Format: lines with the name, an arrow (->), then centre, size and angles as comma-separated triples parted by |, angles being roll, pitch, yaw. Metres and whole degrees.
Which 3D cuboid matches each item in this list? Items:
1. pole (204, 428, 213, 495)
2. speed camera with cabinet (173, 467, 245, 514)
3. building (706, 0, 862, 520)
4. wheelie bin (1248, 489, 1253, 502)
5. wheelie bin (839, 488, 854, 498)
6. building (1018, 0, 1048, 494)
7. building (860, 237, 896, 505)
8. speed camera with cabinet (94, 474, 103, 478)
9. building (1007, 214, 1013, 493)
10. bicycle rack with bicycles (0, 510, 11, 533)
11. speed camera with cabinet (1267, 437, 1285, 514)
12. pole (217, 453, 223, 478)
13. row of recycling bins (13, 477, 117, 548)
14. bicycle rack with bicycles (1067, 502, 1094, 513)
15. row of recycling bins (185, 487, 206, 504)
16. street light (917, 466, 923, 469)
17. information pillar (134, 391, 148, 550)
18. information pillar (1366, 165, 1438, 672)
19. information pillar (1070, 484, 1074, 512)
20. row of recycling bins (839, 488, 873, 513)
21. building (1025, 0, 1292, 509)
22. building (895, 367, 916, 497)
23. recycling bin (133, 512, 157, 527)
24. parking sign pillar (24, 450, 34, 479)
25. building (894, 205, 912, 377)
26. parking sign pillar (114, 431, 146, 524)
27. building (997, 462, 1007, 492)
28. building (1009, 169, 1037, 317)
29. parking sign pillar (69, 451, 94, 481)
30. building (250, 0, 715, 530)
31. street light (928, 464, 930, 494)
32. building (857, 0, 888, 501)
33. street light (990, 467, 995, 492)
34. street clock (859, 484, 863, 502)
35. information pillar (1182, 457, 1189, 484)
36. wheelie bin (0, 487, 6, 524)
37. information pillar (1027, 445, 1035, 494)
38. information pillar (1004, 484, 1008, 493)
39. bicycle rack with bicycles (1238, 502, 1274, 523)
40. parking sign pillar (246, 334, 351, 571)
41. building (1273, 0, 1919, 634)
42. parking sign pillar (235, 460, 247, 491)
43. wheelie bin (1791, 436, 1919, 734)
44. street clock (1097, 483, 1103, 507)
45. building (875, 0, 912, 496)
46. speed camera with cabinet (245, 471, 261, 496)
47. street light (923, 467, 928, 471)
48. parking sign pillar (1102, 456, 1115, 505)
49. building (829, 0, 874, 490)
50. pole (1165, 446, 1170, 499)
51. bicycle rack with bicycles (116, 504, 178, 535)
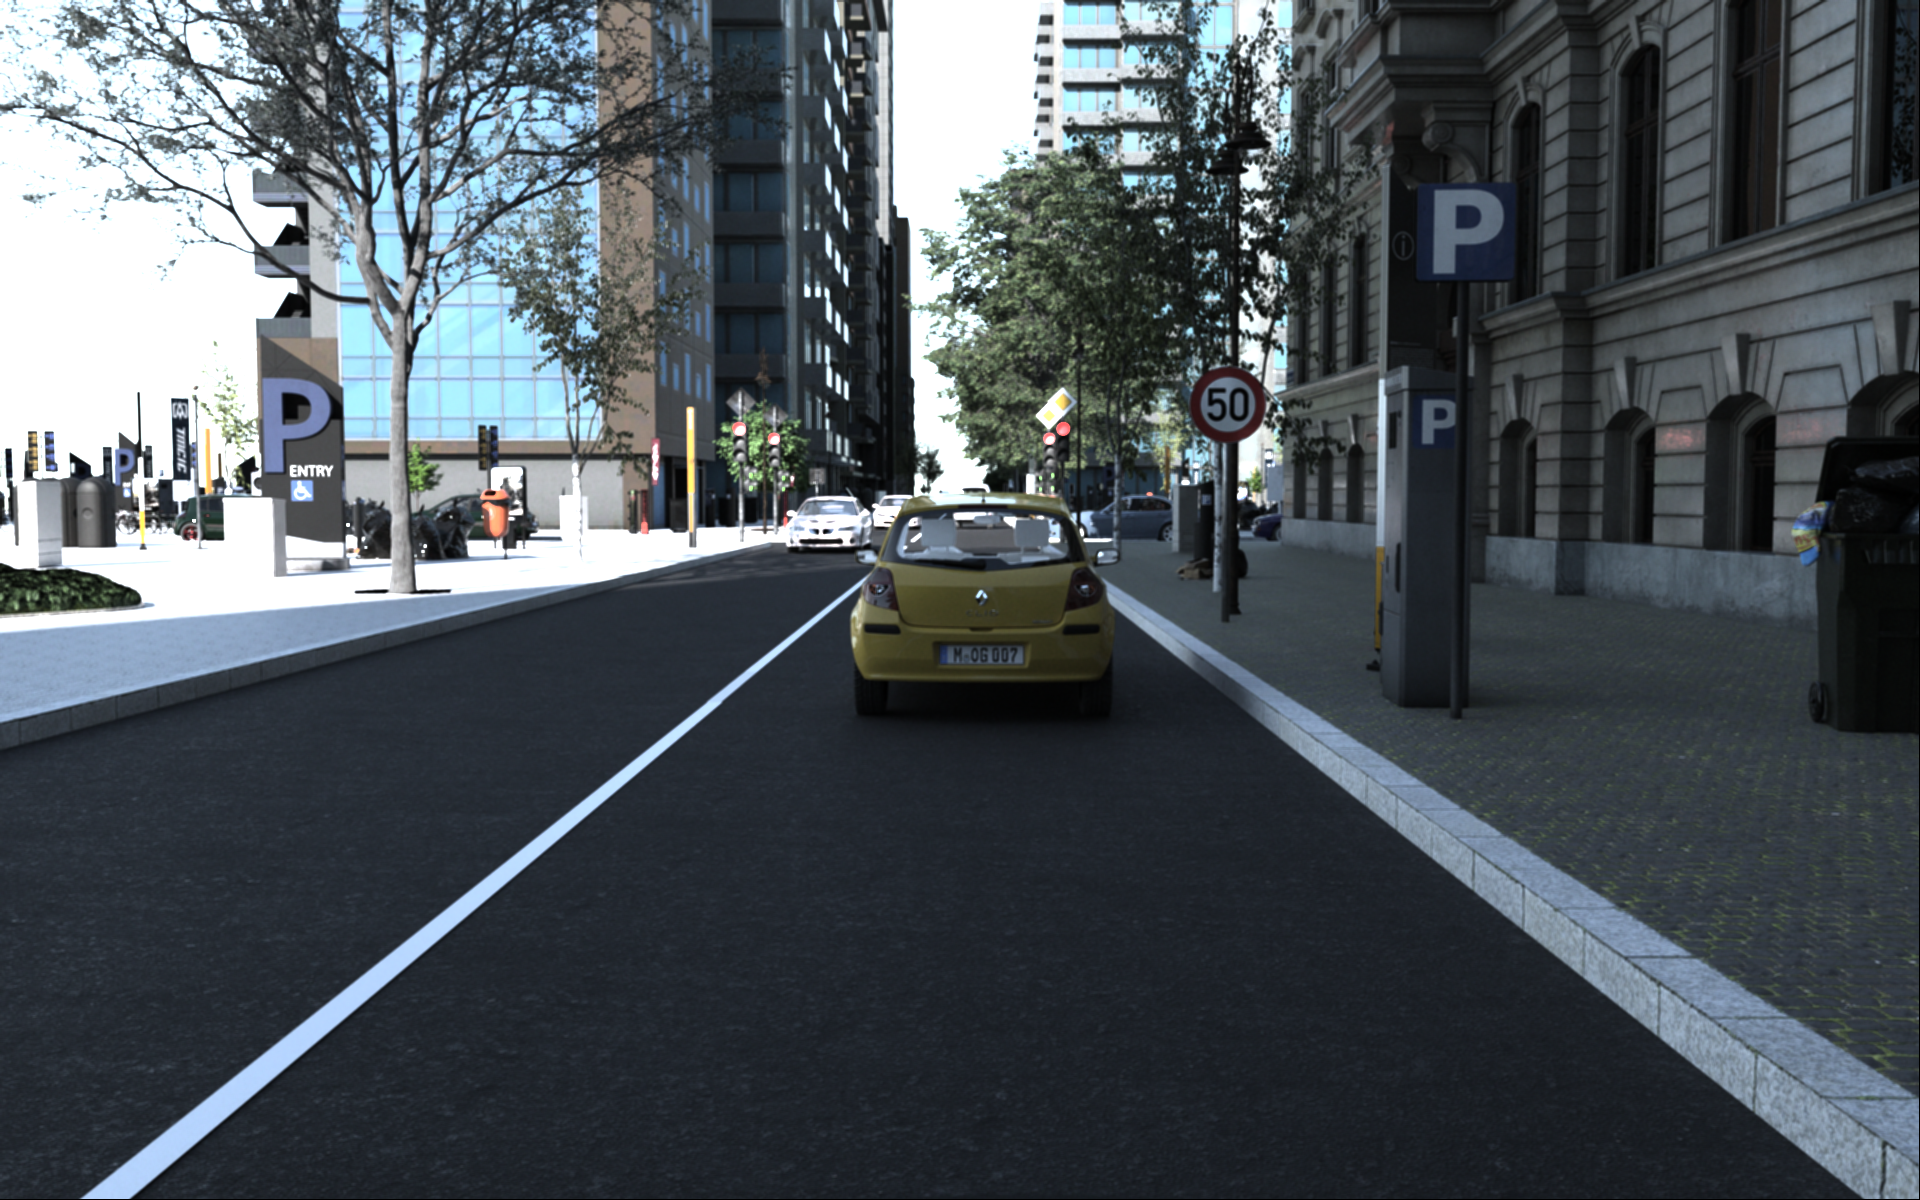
pole -> -23.100, -3.633, 53.246 | 0.158, 3.312, 0.155 | 0, 3, 0
speed camera with cabinet -> -25.536, -3.939, 58.743 | 2.038, 3.252, 0.660 | 0, 4, -6
building -> -18.085, -29.284, 98.399 | 23.786, 49.044, 30.456 | 0, 4, 0
wheelie bin -> 17.128, -5.885, 104.125 | 0.980, 1.594, 0.693 | -3, 4, -38
wheelie bin -> -5.736, -4.868, 87.493 | 0.693, 1.594, 0.980 | 0, 4, 2
building -> 17.441, -53.379, 185.411 | 22.319, 86.520, 31.000 | 0, 4, 0
building -> -14.555, -25.773, 193.092 | 14.160, 30.474, 14.107 | 0, 4, 0
speed camera with cabinet -> -39.948, -5.339, 81.624 | 0.660, 3.252, 2.038 | 0, 4, 7
building -> 13.746, -34.688, 250.748 | 14.154, 41.232, 14.086 | 0, 4, 0
bicycle rack with bicycles -> -31.100, -2.682, 57.237 | 2.852, 0.926, 2.925 | 0, 4, -7
speed camera with cabinet -> 10.586, -3.785, 56.226 | 0.660, 3.252, 2.038 | 2, 4, 31
pole -> -36.321, -5.579, 85.066 | 0.158, 3.312, 0.155 | 0, 3, 0
row of recycling bins -> -21.746, -2.133, 41.989 | 3.534, 1.692, 1.069 | 2, 4, 33
bicycle rack with bicycles -> 4.819, -3.829, 75.993 | 2.925, 0.926, 2.852 | 0, 4, -2
row of recycling bins -> -42.187, -5.408, 95.533 | 1.069, 1.692, 3.534 | -3, 4, -37
street light -> -5.176, -14.725, 213.533 | 0.468, 5.910, 1.993 | 0, 4, 0
information pillar -> -18.747, -2.953, 39.644 | 0.183, 3.616, 0.504 | -2, 4, -24
information pillar -> 3.229, -1.297, 12.559 | 0.504, 3.616, 0.183 | -2, 4, -28
information pillar -> 8.064, -7.363, 124.882 | 0.304, 2.012, 0.304 | 1, 4, 8
row of recycling bins -> -7.596, -6.745, 117.398 | 3.534, 1.692, 1.069 | 1, 4, 13
building -> 17.914, -32.800, 155.881 | 23.786, 49.044, 30.456 | 0, 4, 0
building -> -20.724, -24.807, 250.625 | 27.650, 21.520, 28.899 | 0, 4, 0
recycling bin -> -32.095, -3.404, 68.202 | 0.722, 1.027, 0.722 | -3, 4, -36
parking sign pillar -> -57.263, -7.218, 106.483 | 1.447, 3.967, 1.447 | -2, 4, -32
building -> -14.690, -37.998, 271.371 | 14.600, 45.320, 14.200 | 0, 4, 0
parking sign pillar -> -35.481, -5.234, 74.041 | 1.447, 3.967, 1.447 | 1, 4, 17
building -> 12.944, -31.157, 281.121 | 14.160, 30.474, 14.107 | 0, 4, 0
building -> 17.471, -35.134, 229.071 | 22.147, 44.769, 28.867 | 0, 4, 0
parking sign pillar -> -55.075, -7.347, 108.602 | 1.447, 3.967, 1.447 | 3, 5, 45
building -> -17.521, -25.473, 66.598 | 14.600, 45.320, 14.200 | 0, 4, 0
street light -> -4.828, -17.887, 265.241 | 0.468, 5.910, 1.993 | 0, 4, 0
building -> -21.960, -35.611, 171.480 | 28.713, 52.752, 27.495 | 0, 4, 0
street light -> 4.261, -16.049, 235.181 | 0.468, 5.910, 1.993 | 0, 4, 0
street clock -> -6.958, -7.157, 121.588 | 0.358, 2.002, 0.471 | 1, 4, 10
information pillar -> 14.251, -7.211, 109.262 | 0.504, 3.616, 0.183 | 3, 4, 37
wheelie bin -> -40.146, -3.920, 71.992 | 0.693, 1.594, 0.980 | 2, 4, 32
information pillar -> 3.008, -5.020, 73.435 | 0.183, 3.616, 0.504 | 2, 4, 35
information pillar -> 3.185, -7.096, 120.509 | 0.304, 2.012, 0.304 | 0, 4, 5
bicycle rack with bicycles -> 13.116, -3.837, 76.124 | 2.852, 0.926, 2.925 | 1, 4, 22
parking sign pillar -> -11.123, -2.498, 29.315 | 1.447, 3.967, 1.447 | -1, 4, -11
building -> 13.098, -12.640, 25.743 | 14.460, 24.649, 34.723 | 0, 4, 0
parking sign pillar -> -47.440, -7.748, 115.152 | 1.447, 3.967, 1.447 | -1, 4, -14
wheelie bin -> 5.091, -0.094, 9.442 | 0.980, 1.594, 0.693 | 1, 4, 14
street clock -> 9.164, -6.655, 113.386 | 0.358, 2.002, 0.471 | 3, 4, 39
building -> -16.725, -48.060, 224.031 | 20.563, 71.187, 20.611 | 0, 4, 0
speed camera with cabinet -> -29.087, -4.653, 70.404 | 2.038, 3.252, 0.660 | 0, 4, -7
street light -> -4.998, -16.306, 239.387 | 0.468, 5.910, 1.993 | 0, 4, 0
parking sign pillar -> 10.586, -8.106, 121.004 | 1.447, 3.967, 1.447 | 2, 4, 33
building -> -18.671, -29.905, 143.574 | 22.147, 44.769, 28.867 | 0, 4, 0
pole -> 8.855, -4.904, 74.031 | 0.158, 3.312, 0.155 | 0, 3, 0
bicycle rack with bicycles -> -25.802, -2.544, 54.968 | 2.925, 0.926, 2.852 | 0, 4, -1
